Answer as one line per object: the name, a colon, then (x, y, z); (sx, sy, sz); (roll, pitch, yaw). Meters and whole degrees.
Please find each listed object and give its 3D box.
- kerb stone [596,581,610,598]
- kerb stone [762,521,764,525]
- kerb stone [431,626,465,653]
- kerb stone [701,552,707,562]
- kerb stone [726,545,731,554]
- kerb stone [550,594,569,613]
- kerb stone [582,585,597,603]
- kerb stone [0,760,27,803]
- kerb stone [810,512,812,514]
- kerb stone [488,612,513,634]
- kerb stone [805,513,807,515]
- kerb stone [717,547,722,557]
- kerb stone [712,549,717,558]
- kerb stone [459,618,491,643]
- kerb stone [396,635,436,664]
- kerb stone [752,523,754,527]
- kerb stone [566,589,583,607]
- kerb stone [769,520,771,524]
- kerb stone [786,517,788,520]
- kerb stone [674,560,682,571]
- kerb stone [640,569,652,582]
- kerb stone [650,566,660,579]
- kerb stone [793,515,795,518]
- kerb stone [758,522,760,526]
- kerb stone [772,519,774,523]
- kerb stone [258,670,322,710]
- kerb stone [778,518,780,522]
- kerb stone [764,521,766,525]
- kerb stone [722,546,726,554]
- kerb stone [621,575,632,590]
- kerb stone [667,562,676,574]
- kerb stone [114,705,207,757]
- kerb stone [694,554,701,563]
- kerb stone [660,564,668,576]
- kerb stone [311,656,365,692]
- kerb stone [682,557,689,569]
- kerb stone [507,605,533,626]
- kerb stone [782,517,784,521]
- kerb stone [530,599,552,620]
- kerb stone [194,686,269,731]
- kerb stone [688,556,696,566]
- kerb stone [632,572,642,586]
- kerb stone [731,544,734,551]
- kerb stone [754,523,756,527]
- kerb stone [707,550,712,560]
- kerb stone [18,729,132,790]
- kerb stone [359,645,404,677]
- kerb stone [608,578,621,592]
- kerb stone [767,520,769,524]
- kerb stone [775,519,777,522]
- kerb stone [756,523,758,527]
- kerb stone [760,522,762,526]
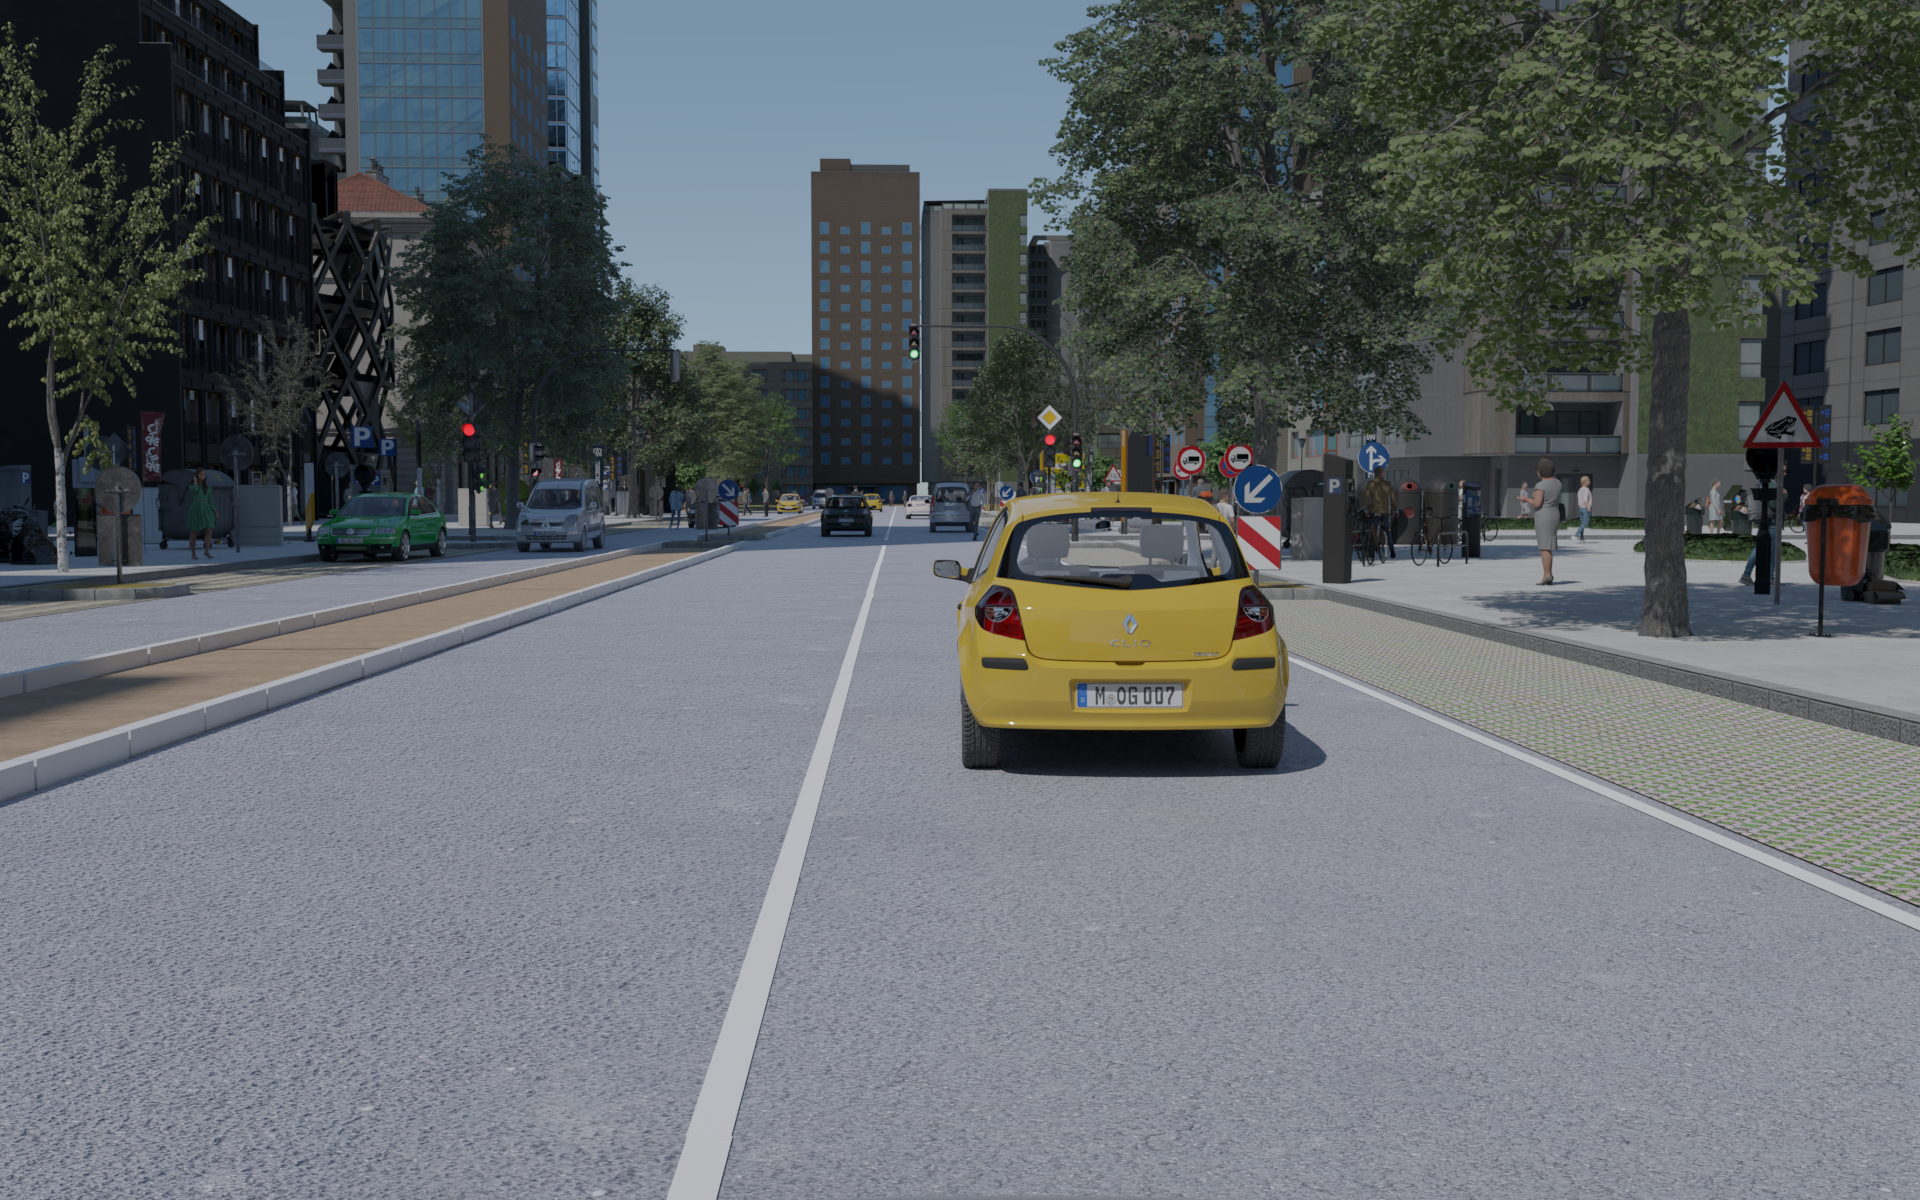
kerb stone: (-5.081, -0.126, 24.248); (0.120, 0.150, 1.000); (0, 4, -2)
kerb stone: (-9.053, -3.408, 78.013); (0.120, 0.150, 1.000); (0, 4, -2)
kerb stone: (-4.802, 0.382, 16.055); (0.120, 0.150, 1.000); (0, 4, -2)
kerb stone: (-5.509, -0.874, 36.523); (0.120, 0.150, 1.000); (0, 4, -2)
kerb stone: (-5.681, -1.190, 41.644); (0.120, 0.150, 1.000); (0, 4, -2)
kerb stone: (-4.969, 0.063, 21.163); (0.120, 0.150, 1.000); (0, 4, -2)
kerb stone: (-5.043, -0.063, 23.219); (0.120, 0.150, 1.000); (0, 4, -2)
kerb stone: (-4.509, 0.877, 7.854); (0.120, 0.150, 1.000); (0, 4, -2)
kerb stone: (-10.519, -5.984, 120.039); (0.120, 0.150, 1.000); (0, 4, -2)
kerb stone: (-4.873, 0.257, 18.099); (0.120, 0.150, 1.000); (0, 4, -2)
kerb stone: (-10.306, -5.607, 113.873); (0.120, 0.150, 1.000); (0, 4, -2)
kerb stone: (-5.618, -1.064, 39.590); (0.120, 0.150, 1.000); (0, 4, -2)
kerb stone: (-5.584, -0.998, 38.565); (0.120, 0.150, 1.000); (0, 4, -2)
kerb stone: (-4.833, 0.313, 17.078); (0.120, 0.150, 1.000); (0, 4, -2)
kerb stone: (-4.761, 0.441, 15.028); (0.120, 0.150, 1.000); (0, 4, -2)
kerb stone: (-8.874, -3.096, 72.872); (0.120, 0.150, 1.000); (0, 4, -2)
kerb stone: (-5.012, 0.000, 22.192); (0.120, 0.150, 1.000); (0, 4, -2)
kerb stone: (-9.197, -3.665, 82.122); (0.120, 0.150, 1.000); (0, 4, -2)
kerb stone: (-9.634, -4.415, 94.424); (0.120, 0.150, 1.000); (0, 4, -2)
kerb stone: (-5.369, -0.626, 32.436); (0.120, 0.150, 1.000); (0, 4, -2)
kerb stone: (-5.223, -0.376, 28.345); (0.120, 0.150, 1.000); (0, 4, -2)
kerb stone: (-5.258, -0.439, 29.369); (0.120, 0.150, 1.000); (0, 4, -2)
kerb stone: (-9.843, -4.793, 100.566); (0.120, 0.150, 1.000); (0, 4, -2)
kerb stone: (-8.985, -3.283, 75.961); (0.120, 0.150, 1.000); (0, 4, -2)
kerb stone: (-9.276, -3.791, 84.172); (0.120, 0.150, 1.000); (0, 4, -2)
kerb stone: (-4.653, 0.627, 11.952); (0.120, 0.150, 1.000); (0, 4, -2)
kerb stone: (-9.413, -4.034, 88.265); (0.120, 0.150, 1.000); (0, 4, -2)
kerb stone: (-9.090, -3.477, 79.042); (0.120, 0.150, 1.000); (0, 4, -2)
kerb stone: (-5.654, -1.121, 40.613); (0.120, 0.150, 1.000); (0, 4, -2)
kerb stone: (-5.150, -0.244, 26.296); (0.120, 0.150, 1.000); (0, 4, -2)
kerb stone: (-5.324, -0.561, 31.412); (0.120, 0.150, 1.000); (0, 4, -2)
kerb stone: (-4.582, 0.752, 9.906); (0.120, 0.150, 1.000); (0, 4, -2)
kerb stone: (-5.472, -0.814, 35.501); (0.120, 0.150, 1.000); (0, 4, -2)
kerb stone: (-5.293, -0.501, 30.391); (0.120, 0.150, 1.000); (0, 4, -2)
kerb stone: (-4.696, 0.564, 12.973); (0.120, 0.150, 1.000); (0, 4, -2)
kerb stone: (-5.404, -0.686, 33.459); (0.120, 0.150, 1.000); (0, 4, -2)
kerb stone: (-4.907, 0.191, 19.120); (0.120, 0.150, 1.000); (0, 4, -2)
kerb stone: (-9.518, -4.229, 91.336); (0.120, 0.150, 1.000); (0, 4, -2)
kerb stone: (-4.941, 0.129, 20.142); (0.120, 0.150, 1.000); (0, 4, -2)
kerb stone: (-4.618, 0.689, 10.927); (0.120, 0.150, 1.000); (0, 4, -2)
kerb stone: (-5.431, -0.747, 34.480); (0.120, 0.150, 1.000); (0, 4, -2)
kerb stone: (-5.186, -0.305, 27.318); (0.120, 0.150, 1.000); (0, 4, -2)
kerb stone: (-5.729, -1.252, 42.665); (0.120, 0.150, 1.000); (0, 4, -2)
kerb stone: (-8.910, -3.162, 73.898); (0.120, 0.150, 1.000); (0, 4, -2)
kerb stone: (-5.541, -0.938, 37.544); (0.120, 0.150, 1.000); (0, 4, -2)
kerb stone: (-4.542, 0.815, 8.875); (0.120, 0.150, 1.000); (0, 4, -2)
kerb stone: (-4.725, 0.502, 14.003); (0.120, 0.150, 1.000); (0, 4, -2)
kerb stone: (-5.121, -0.188, 25.270); (0.120, 0.150, 1.000); (0, 4, -2)
kerb stone: (-9.155, -3.602, 81.092); (0.120, 0.150, 1.000); (0, 4, -2)
kerb stone: (-9.335, -3.912, 86.222); (0.120, 0.150, 1.000); (0, 4, -2)
kerb stone: (-8.945, -3.225, 74.935); (0.120, 0.150, 1.000); (0, 4, -2)
kerb stone: (-9.021, -3.350, 76.983); (0.120, 0.150, 1.000); (0, 4, -2)
